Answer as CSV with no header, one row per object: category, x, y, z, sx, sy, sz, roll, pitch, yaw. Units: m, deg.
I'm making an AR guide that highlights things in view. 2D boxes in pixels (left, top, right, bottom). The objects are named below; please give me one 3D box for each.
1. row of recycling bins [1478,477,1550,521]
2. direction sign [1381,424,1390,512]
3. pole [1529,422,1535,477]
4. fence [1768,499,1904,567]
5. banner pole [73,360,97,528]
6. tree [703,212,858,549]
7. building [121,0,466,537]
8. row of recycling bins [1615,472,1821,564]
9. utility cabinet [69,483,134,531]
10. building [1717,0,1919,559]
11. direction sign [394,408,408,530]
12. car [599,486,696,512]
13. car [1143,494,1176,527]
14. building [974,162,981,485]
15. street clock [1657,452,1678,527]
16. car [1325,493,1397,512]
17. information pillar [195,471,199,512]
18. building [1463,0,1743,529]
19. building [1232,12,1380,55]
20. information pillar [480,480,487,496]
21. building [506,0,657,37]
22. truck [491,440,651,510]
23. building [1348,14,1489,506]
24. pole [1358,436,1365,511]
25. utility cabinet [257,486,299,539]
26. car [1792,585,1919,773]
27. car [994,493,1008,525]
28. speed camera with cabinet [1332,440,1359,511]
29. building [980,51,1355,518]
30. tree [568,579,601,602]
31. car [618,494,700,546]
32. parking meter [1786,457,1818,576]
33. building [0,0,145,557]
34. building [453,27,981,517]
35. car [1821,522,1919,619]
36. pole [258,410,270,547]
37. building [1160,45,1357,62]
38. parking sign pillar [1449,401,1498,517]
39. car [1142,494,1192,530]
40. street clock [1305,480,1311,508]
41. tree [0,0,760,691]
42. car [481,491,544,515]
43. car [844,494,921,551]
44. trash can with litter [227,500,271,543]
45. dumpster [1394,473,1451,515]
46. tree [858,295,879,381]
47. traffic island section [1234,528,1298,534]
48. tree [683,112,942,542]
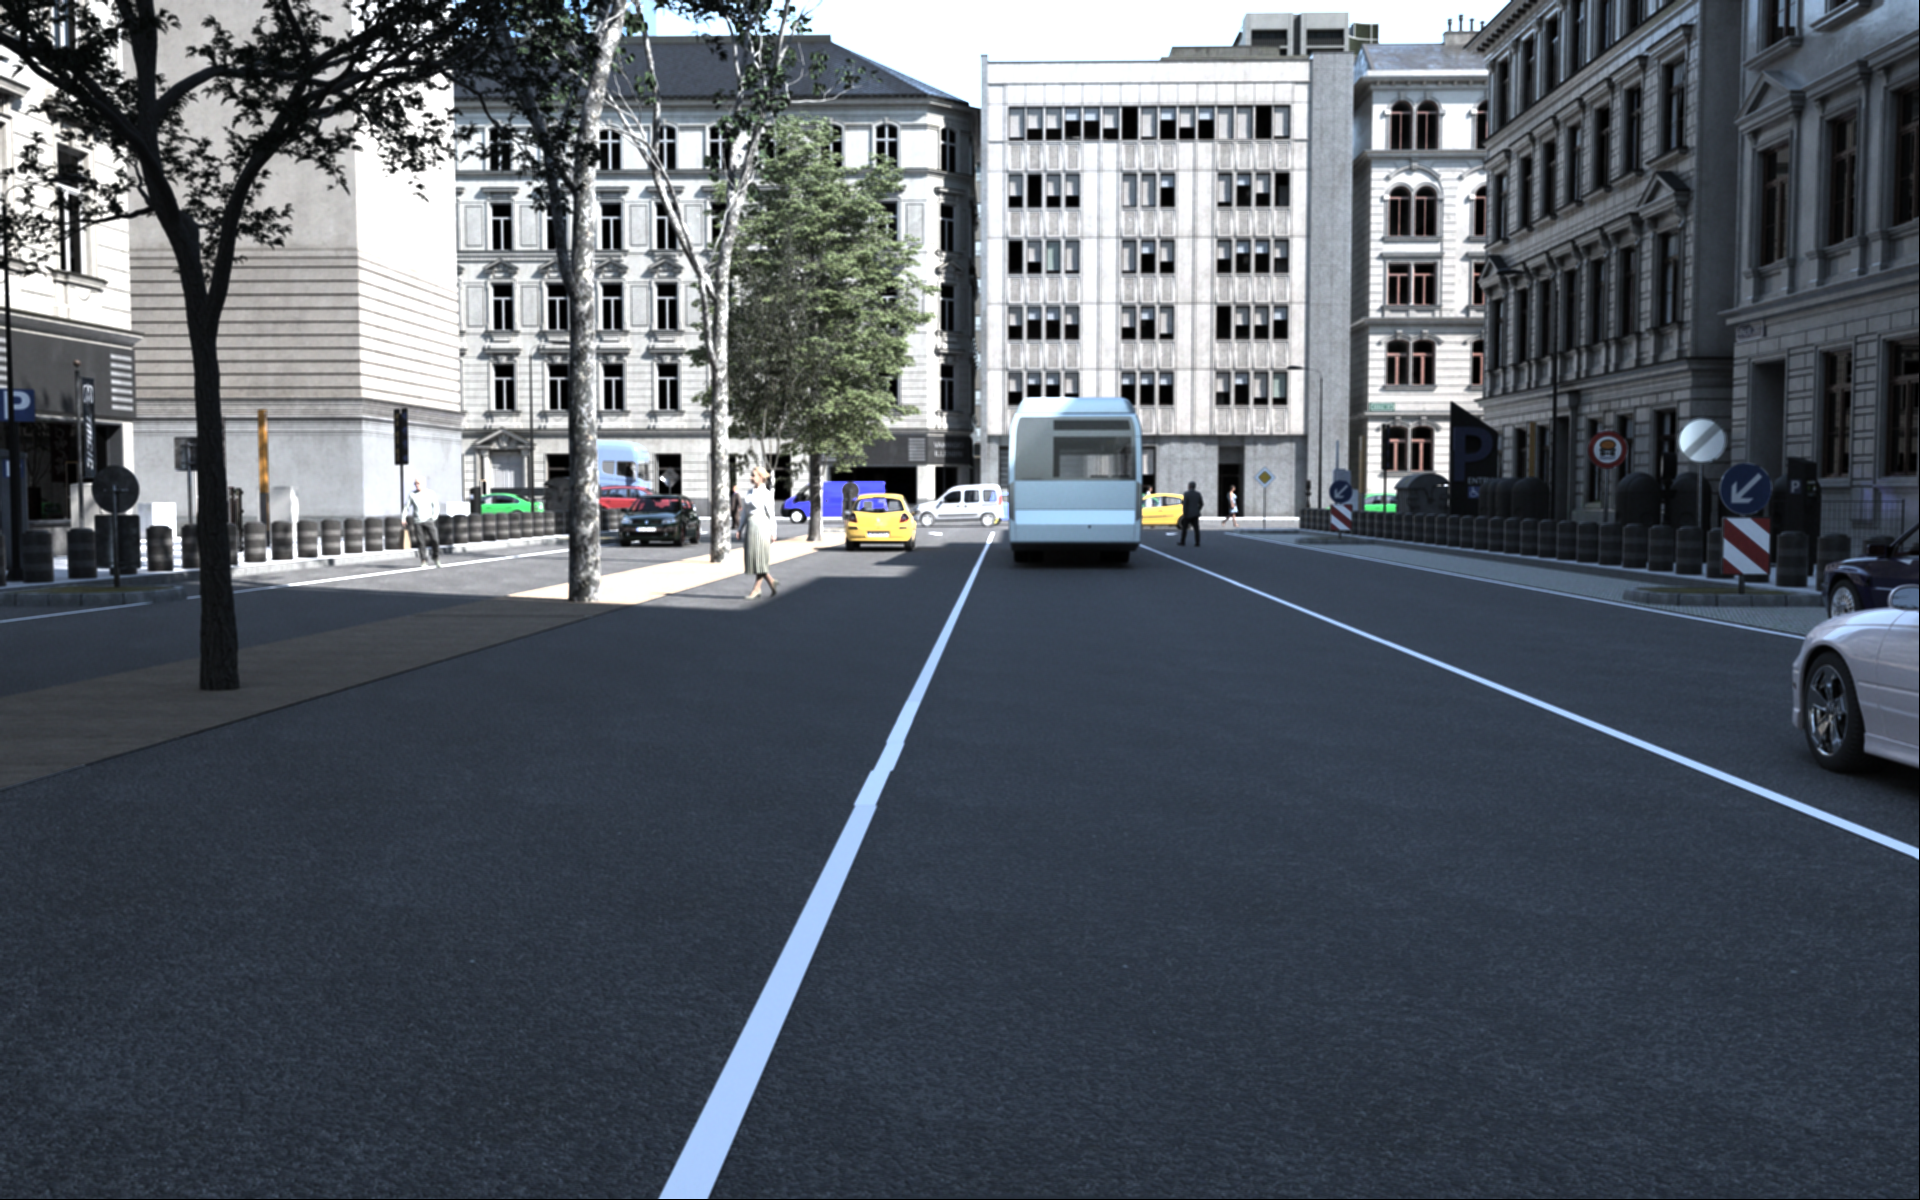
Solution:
row of recycling bins,13.607,-2.179,42.739,1.069,1.692,3.534,0,4,1
direction sign,13.819,-3.932,56.291,0.379,3.537,0.876,2,4,28
pole,16.194,-3.378,49.080,0.158,3.312,0.155,0,3,0
fence,15.032,-1.136,29.783,2.264,1.192,0.480,3,4,38
banner pole,-16.477,-2.608,32.655,0.401,3.779,0.863,0,4,0
tree,-4.925,-5.644,45.093,4.360,8.622,3.978,0,3,0
building,-26.342,-12.618,55.461,18.267,20.994,9.793,0,4,2
row of recycling bins,14.135,-1.545,32.381,3.534,1.692,1.069,1,4,19
utility cabinet,-16.937,-1.561,34.197,1.173,1.500,0.318,0,4,8
building,21.982,-11.748,28.242,11.583,22.565,21.152,0,4,2
direction sign,-14.822,-3.303,45.997,0.379,3.537,0.876,-3,4,-39
car,-14.840,-4.354,79.862,5.304,1.827,2.281,0,4,3
car,8.026,-4.139,76.475,4.718,1.807,1.959,0,4,3
building,-0.068,-41.419,266.439,27.495,52.752,28.713,0,4,2
street clock,12.286,-1.562,30.110,0.358,2.002,0.471,1,4,13
car,18.643,-4.245,78.197,4.718,1.807,1.959,0,4,1
information pillar,-17.134,-2.131,39.336,0.304,2.012,0.304,0,4,-1
building,21.904,-11.268,48.859,10.561,19.102,19.286,0,4,2
building,51.940,-50.298,260.620,20.611,71.187,20.563,0,4,2
information pillar,-25.426,-5.379,92.445,0.304,2.012,0.304,-2,4,-32
building,-58.301,-58.166,263.682,31.000,86.520,22.319,0,4,2
truck,-23.694,-5.725,83.366,18.799,4.110,2.967,0,4,0
building,33.345,-19.076,99.281,23.554,28.519,14.401,0,4,2
pole,14.041,-4.079,60.535,0.158,3.312,0.155,0,3,0
utility cabinet,-19.200,-2.452,48.766,1.173,1.500,0.318,1,4,19
car,5.316,0.301,7.447,2.083,1.381,4.827,0,4,3
car,2.865,-4.318,80.190,3.694,1.707,1.945,0,4,3
speed camera with cabinet,14.038,-4.202,63.042,0.660,3.252,2.038,0,4,2
building,11.217,-17.198,99.203,19.932,24.808,12.078,0,4,2
tree,-6.181,-10.090,23.321,12.611,20.169,13.585,0,3,0
car,-8.410,-2.375,48.614,2.009,1.686,4.222,0,4,1
parking meter,13.165,-1.309,27.108,0.255,1.863,0.399,-1,4,-23
building,-26.791,-14.825,18.796,17.030,29.872,44.131,0,4,2
building,-20.733,-19.930,102.264,44.131,29.872,17.030,0,4,2
car,9.448,-0.190,15.691,1.945,1.354,3.894,0,4,0
pole,-16.825,-2.937,41.870,0.158,3.312,0.155,0,3,0
building,31.036,-34.314,184.738,21.300,48.544,21.600,0,4,2
parking sign pillar,14.833,-3.766,50.047,1.447,3.967,1.447,0,4,8
car,7.728,-3.691,70.573,3.980,1.641,2.015,0,4,1
street clock,18.348,-5.300,91.227,0.358,2.002,0.471,1,4,11
tree,-5.382,-4.638,12.700,8.767,10.594,7.601,0,4,2
car,-21.748,-4.396,80.668,4.718,1.807,1.959,0,4,0
car,-2.032,-2.122,44.915,2.015,1.641,3.980,0,3,0
trash can with litter,-18.669,-2.079,45.054,1.678,1.210,2.233,2,4,31
dumpster,13.175,-2.665,49.330,1.264,1.857,1.865,0,4,2
tree,-4.697,-6.434,58.014,4.360,8.622,3.978,0,3,0
traffic island section,11.102,-2.496,63.087,2.009,0.180,2.903,0,4,2
tree,-4.438,-8.030,51.872,7.486,12.596,7.792,0,3,0
